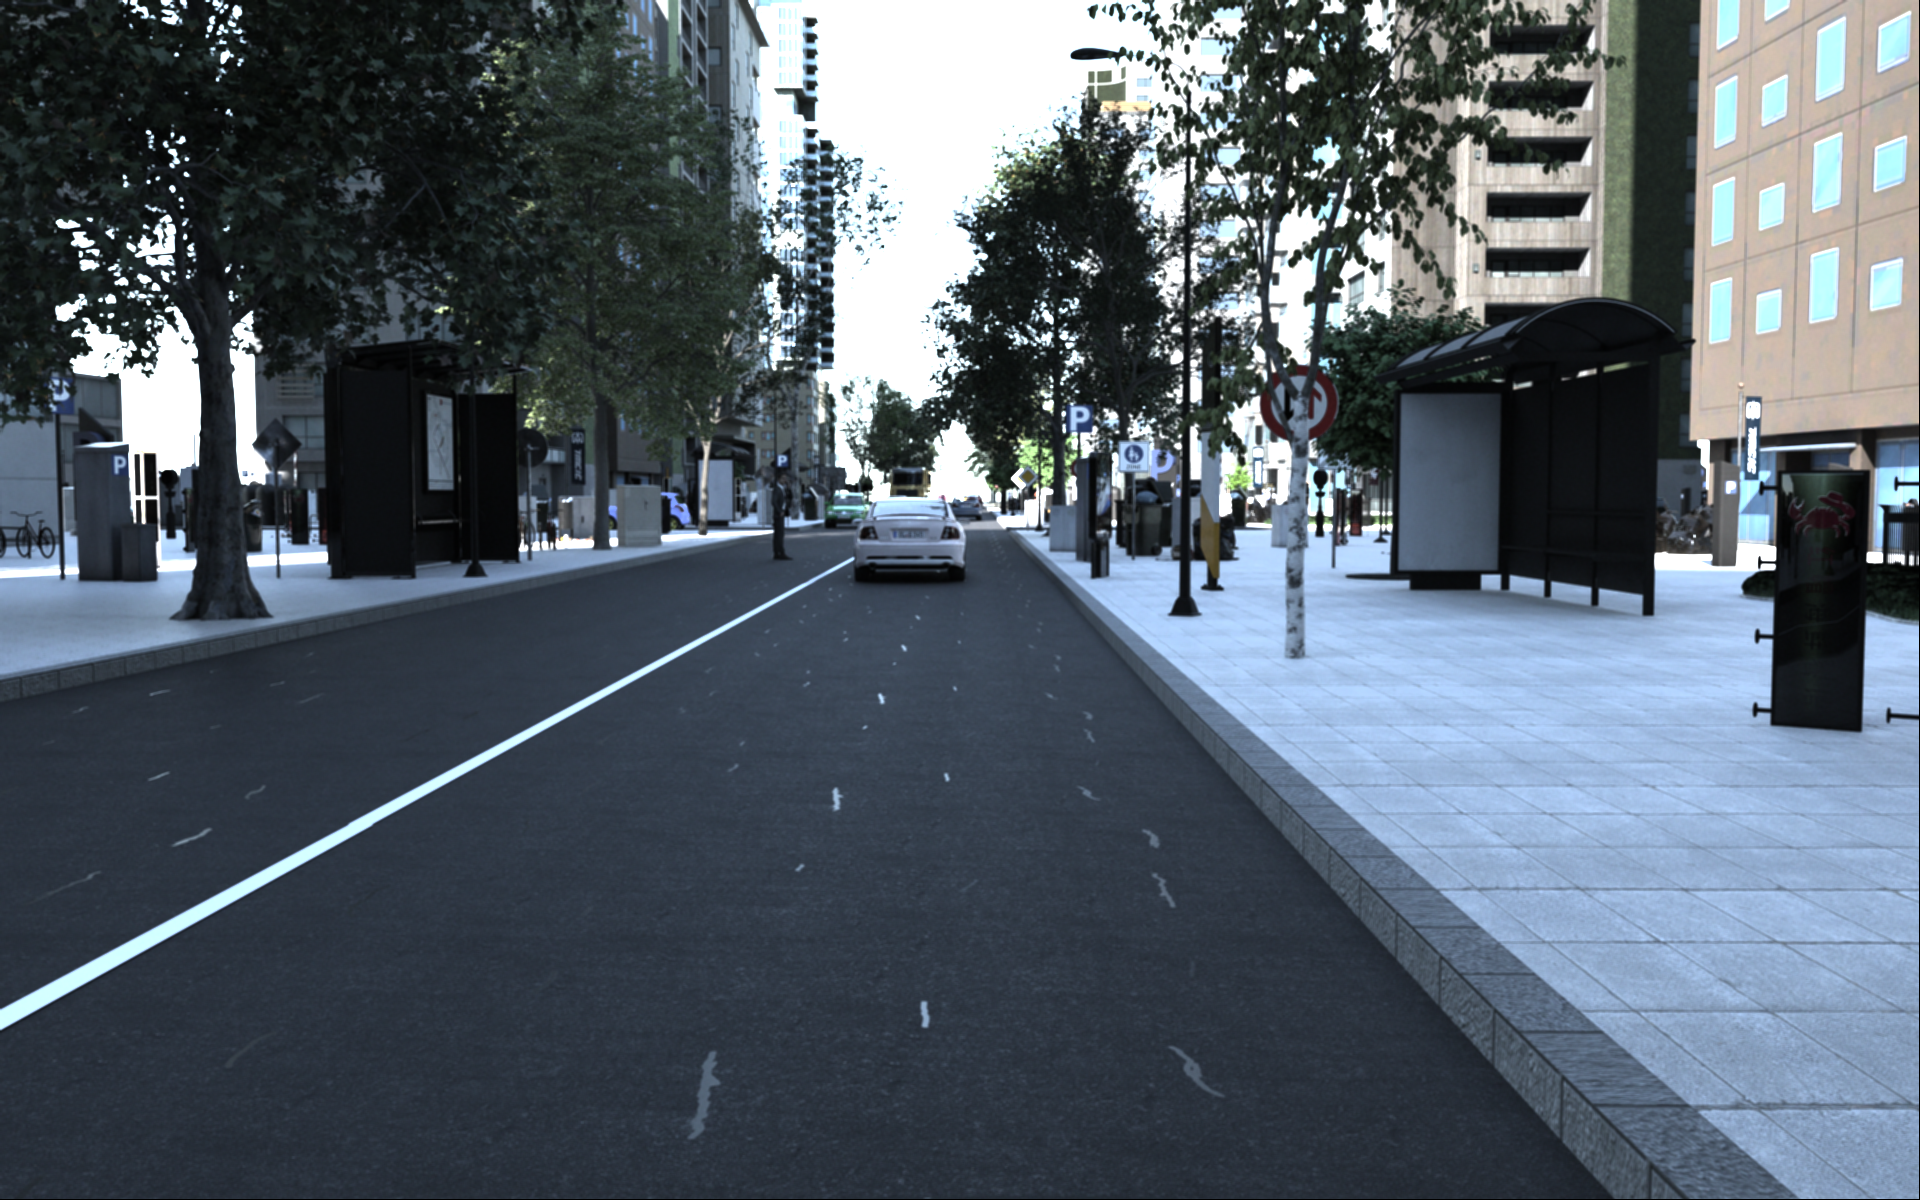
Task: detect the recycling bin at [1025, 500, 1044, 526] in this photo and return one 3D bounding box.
[{"bbox_3d":[2.988,-3.467,69.241,0.722,1.027,0.722,0,4,7],"label":"recycling bin"}]

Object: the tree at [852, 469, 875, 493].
[{"bbox_3d":[-7.421,-8.284,130.040,1.663,3.219,1.824,0,3,0],"label":"tree"}]

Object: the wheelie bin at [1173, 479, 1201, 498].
[{"bbox_3d":[5.158,-1.802,37.370,0.693,1.594,0.980,-3,5,-42],"label":"wheelie bin"}]

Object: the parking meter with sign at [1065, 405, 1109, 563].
[{"bbox_3d":[2.477,-2.253,33.101,0.543,3.016,1.738,-1,4,-11],"label":"parking meter with sign"}]

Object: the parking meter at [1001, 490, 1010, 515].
[{"bbox_3d":[2.747,-6.115,108.394,0.372,1.533,0.369,0,3,0],"label":"parking meter"}]

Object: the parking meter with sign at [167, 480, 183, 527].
[{"bbox_3d":[-31.163,-4.368,67.685,1.738,3.016,0.543,0,4,-3],"label":"parking meter with sign"}]

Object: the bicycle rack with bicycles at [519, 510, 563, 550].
[{"bbox_3d":[-10.539,-1.646,40.300,2.852,0.926,2.925,-1,4,-13],"label":"bicycle rack with bicycles"}]

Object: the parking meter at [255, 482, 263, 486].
[{"bbox_3d":[-34.327,-4.844,84.917,0.255,1.863,0.399,2,4,27],"label":"parking meter"}]

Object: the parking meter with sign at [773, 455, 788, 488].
[{"bbox_3d":[-8.079,-4.960,77.361,0.543,3.016,1.738,-1,4,-16],"label":"parking meter with sign"}]

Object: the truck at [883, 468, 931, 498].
[{"bbox_3d":[-3.653,-8.117,128.640,3.469,3.379,9.791,0,4,2],"label":"truck"}]

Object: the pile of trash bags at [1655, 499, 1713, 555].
[{"bbox_3d":[15.160,-1.730,38.042,1.912,1.369,3.447,-2,4,-31],"label":"pile of trash bags"}]

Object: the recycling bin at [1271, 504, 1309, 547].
[{"bbox_3d":[8.005,-1.803,42.037,0.722,1.027,0.722,-1,4,-8],"label":"recycling bin"}]

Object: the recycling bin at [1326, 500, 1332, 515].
[{"bbox_3d":[17.365,-4.140,80.247,0.722,1.027,0.722,0,4,6],"label":"recycling bin"}]

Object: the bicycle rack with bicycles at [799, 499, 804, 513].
[{"bbox_3d":[-11.198,-7.781,140.599,2.852,0.926,2.925,2,4,26],"label":"bicycle rack with bicycles"}]

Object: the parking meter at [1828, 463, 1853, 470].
[{"bbox_3d":[16.536,-1.642,32.557,0.255,1.863,0.399,-2,4,-30],"label":"parking meter"}]

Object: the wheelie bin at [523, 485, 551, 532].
[{"bbox_3d":[-14.190,-3.060,57.938,0.980,1.594,0.693,-3,5,-39],"label":"wheelie bin"}]

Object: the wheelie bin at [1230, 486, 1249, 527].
[{"bbox_3d":[10.876,-3.645,67.496,0.693,1.594,0.980,1,4,18],"label":"wheelie bin"}]

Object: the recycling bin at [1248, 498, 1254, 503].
[{"bbox_3d":[19.251,-6.311,115.731,0.722,1.027,0.722,1,4,15],"label":"recycling bin"}]

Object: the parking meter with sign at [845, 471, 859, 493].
[{"bbox_3d":[-8.118,-8.364,133.015,1.738,3.016,0.543,2,4,32],"label":"parking meter with sign"}]

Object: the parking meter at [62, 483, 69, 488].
[{"bbox_3d":[-45.657,-5.050,88.285,0.399,1.863,0.255,0,4,2],"label":"parking meter"}]

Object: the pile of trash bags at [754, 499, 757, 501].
[{"bbox_3d":[-13.132,-6.892,122.438,1.912,1.369,3.447,3,4,39],"label":"pile of trash bags"}]

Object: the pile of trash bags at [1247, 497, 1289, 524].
[{"bbox_3d":[13.683,-3.944,74.236,1.912,1.369,3.447,-1,4,-21],"label":"pile of trash bags"}]

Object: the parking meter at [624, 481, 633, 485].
[{"bbox_3d":[-15.045,-4.455,78.555,0.399,1.863,0.255,0,4,3],"label":"parking meter"}]

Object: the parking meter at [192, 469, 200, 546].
[{"bbox_3d":[-17.798,-2.141,40.716,0.255,1.863,0.399,3,4,38],"label":"parking meter"}]

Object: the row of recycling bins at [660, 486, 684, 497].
[{"bbox_3d":[-16.211,-5.103,90.541,3.534,1.692,1.069,0,4,-5],"label":"row of recycling bins"}]

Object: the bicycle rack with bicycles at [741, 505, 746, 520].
[{"bbox_3d":[-10.027,-4.335,84.267,2.852,0.926,2.925,0,4,5],"label":"bicycle rack with bicycles"}]

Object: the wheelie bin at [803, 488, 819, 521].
[{"bbox_3d":[-7.252,-4.660,84.102,0.693,1.594,0.980,1,4,8],"label":"wheelie bin"}]

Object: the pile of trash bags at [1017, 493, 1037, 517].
[{"bbox_3d":[4.406,-5.210,94.930,1.912,1.369,3.447,0,4,-4],"label":"pile of trash bags"}]

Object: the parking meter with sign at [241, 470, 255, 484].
[{"bbox_3d":[-56.086,-8.594,136.764,0.543,3.016,1.738,-3,5,-45],"label":"parking meter with sign"}]

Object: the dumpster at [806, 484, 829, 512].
[{"bbox_3d":[-7.982,-5.562,96.692,1.264,1.857,1.865,0,4,0],"label":"dumpster"}]

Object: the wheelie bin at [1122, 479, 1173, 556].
[{"bbox_3d":[3.807,-1.724,36.090,0.693,1.594,0.980,-2,4,-31],"label":"wheelie bin"}]

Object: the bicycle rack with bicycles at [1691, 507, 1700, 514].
[{"bbox_3d":[31.556,-3.495,70.518,2.852,0.926,2.925,-1,4,-21],"label":"bicycle rack with bicycles"}]

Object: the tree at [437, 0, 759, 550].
[{"bbox_3d":[-8.697,-7.442,39.801,7.486,12.596,7.792,0,3,0],"label":"tree"}]

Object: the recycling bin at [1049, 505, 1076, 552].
[{"bbox_3d":[2.459,-1.610,38.880,0.722,1.027,0.722,2,4,24],"label":"recycling bin"}]

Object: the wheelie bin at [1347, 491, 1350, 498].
[{"bbox_3d":[24.451,-6.093,107.535,0.693,1.594,0.980,3,5,40],"label":"wheelie bin"}]

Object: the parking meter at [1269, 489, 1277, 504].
[{"bbox_3d":[16.346,-5.017,90.440,0.372,1.533,0.369,0,3,0],"label":"parking meter"}]

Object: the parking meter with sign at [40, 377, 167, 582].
[{"bbox_3d":[-12.705,-1.798,25.653,1.738,3.016,0.543,1,4,20],"label":"parking meter with sign"}]

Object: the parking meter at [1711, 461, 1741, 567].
[{"bbox_3d":[13.490,-1.516,30.493,0.399,1.863,0.255,-1,4,-12],"label":"parking meter"}]

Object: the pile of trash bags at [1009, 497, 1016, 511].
[{"bbox_3d":[4.946,-7.625,134.416,1.912,1.369,3.447,-1,4,-10],"label":"pile of trash bags"}]

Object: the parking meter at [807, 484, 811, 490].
[{"bbox_3d":[-8.681,-5.812,100.745,0.399,1.863,0.255,3,4,38],"label":"parking meter"}]

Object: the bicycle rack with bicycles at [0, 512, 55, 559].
[{"bbox_3d":[-19.787,-1.297,34.586,2.925,0.926,2.852,3,5,43],"label":"bicycle rack with bicycles"}]

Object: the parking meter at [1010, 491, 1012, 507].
[{"bbox_3d":[3.951,-7.927,138.009,0.372,1.533,0.369,0,3,0],"label":"parking meter"}]

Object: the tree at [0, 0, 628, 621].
[{"bbox_3d":[-7.767,-6.164,17.791,9.611,12.733,9.660,0,3,0],"label":"tree"}]

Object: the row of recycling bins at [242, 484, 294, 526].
[{"bbox_3d":[-28.111,-3.833,69.775,3.534,1.692,1.069,2,4,30],"label":"row of recycling bins"}]

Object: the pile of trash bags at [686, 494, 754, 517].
[{"bbox_3d":[-13.488,-5.233,95.315,3.447,1.369,1.912,-3,4,-37],"label":"pile of trash bags"}]

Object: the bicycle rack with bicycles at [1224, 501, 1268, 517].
[{"bbox_3d":[14.135,-4.356,84.608,2.925,0.926,2.852,3,5,40],"label":"bicycle rack with bicycles"}]

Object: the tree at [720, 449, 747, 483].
[{"bbox_3d":[-17.142,-8.666,125.396,4.285,4.588,4.351,0,3,0],"label":"tree"}]

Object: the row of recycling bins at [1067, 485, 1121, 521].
[{"bbox_3d":[6.331,-4.647,83.097,3.534,1.692,1.069,-3,4,-37],"label":"row of recycling bins"}]

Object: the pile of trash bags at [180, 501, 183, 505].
[{"bbox_3d":[-63.681,-8.095,142.098,3.447,1.369,1.912,2,4,28],"label":"pile of trash bags"}]

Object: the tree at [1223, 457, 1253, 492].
[{"bbox_3d":[14.095,-5.694,87.703,1.663,3.219,1.824,0,3,0],"label":"tree"}]

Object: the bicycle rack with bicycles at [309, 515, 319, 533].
[{"bbox_3d":[-19.874,-2.637,56.503,2.925,0.926,2.852,3,4,38],"label":"bicycle rack with bicycles"}]

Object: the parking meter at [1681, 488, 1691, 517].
[{"bbox_3d":[29.150,-3.739,69.544,0.372,1.533,0.369,0,3,0],"label":"parking meter"}]

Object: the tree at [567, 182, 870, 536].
[{"bbox_3d":[-7.842,-7.226,52.557,8.767,10.594,7.601,-1,4,-14],"label":"tree"}]

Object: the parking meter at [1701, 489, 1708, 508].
[{"bbox_3d":[38.865,-5.022,90.519,0.372,1.533,0.369,0,3,0],"label":"parking meter"}]
